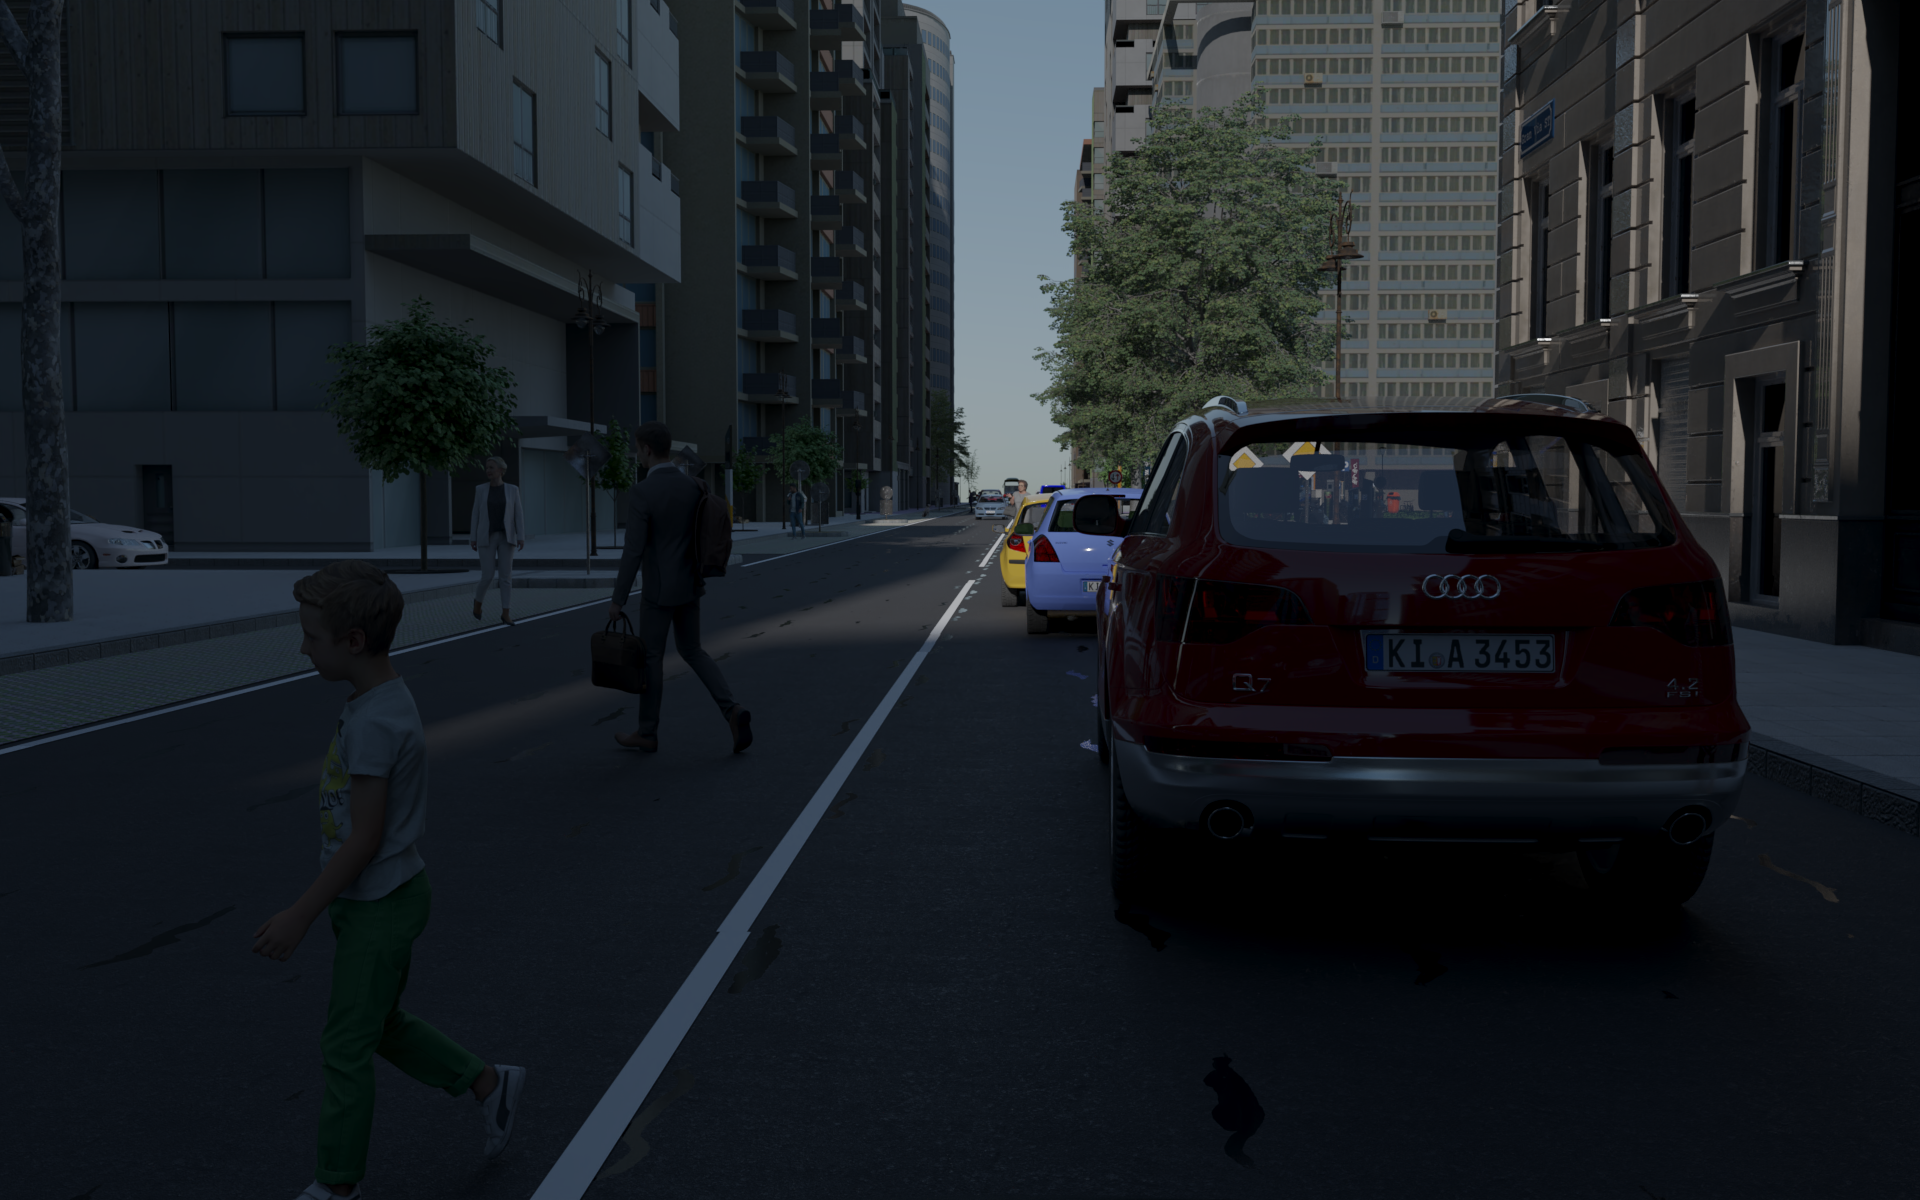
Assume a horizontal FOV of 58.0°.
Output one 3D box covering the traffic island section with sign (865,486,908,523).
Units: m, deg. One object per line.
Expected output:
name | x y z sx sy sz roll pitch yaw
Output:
traffic island section with sign | -3.584 -4.683 85.191 1.989 1.847 2.006 0 4 2

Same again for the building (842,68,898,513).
building | -11.806 -21.205 118.405 14.160 30.474 14.107 0 4 2

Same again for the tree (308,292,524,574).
tree | -8.890 -2.728 28.311 4.285 4.588 4.351 0 3 0

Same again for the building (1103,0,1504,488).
building | 27.145 -26.822 130.423 32.217 40.220 23.993 0 4 2

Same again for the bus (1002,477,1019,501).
bus | 7.869 -16.462 260.692 2.896 3.916 12.252 0 4 2

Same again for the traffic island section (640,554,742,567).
traffic island section | -5.618 -0.814 35.585 2.009 0.180 2.903 0 4 2

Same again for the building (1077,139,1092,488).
building | 25.534 -33.985 210.282 22.147 44.769 28.867 0 4 2

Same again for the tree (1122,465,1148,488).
tree | 9.796 -6.323 97.979 1.663 3.219 1.824 0 3 0

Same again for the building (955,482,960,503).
building | -16.413 -34.117 249.700 32.217 40.220 23.993 0 4 2

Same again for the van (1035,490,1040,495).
van | 8.784 -10.912 185.422 2.013 2.044 4.112 0 4 4

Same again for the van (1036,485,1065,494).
van | 6.404 -7.064 119.886 2.240 2.365 5.245 0 4 2

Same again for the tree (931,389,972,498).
tree | -2.480 -16.448 187.057 7.486 12.596 7.792 0 3 0

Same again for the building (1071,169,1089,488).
building | 22.345 -35.629 232.640 14.600 45.320 14.200 0 4 2

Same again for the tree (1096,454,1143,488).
tree | 10.484 -7.784 110.978 4.285 4.588 4.351 0 3 0

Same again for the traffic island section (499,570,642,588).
traffic island section | -5.944 -0.326 27.607 2.009 0.180 2.903 0 4 2

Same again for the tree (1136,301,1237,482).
tree | 8.317 -6.962 64.188 4.360 8.622 3.978 0 3 0

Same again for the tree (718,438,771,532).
tree | -7.546 -3.983 59.723 1.663 3.219 1.824 0 3 0

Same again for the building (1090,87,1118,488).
building | 20.390 -30.200 177.369 14.154 41.232 14.086 0 4 2

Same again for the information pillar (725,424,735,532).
information pillar | -7.779 -4.096 58.328 0.183 3.616 0.504 -2 4 -28

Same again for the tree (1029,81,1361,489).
tree | 7.500 -8.993 53.696 9.857 13.997 8.962 0 3 0

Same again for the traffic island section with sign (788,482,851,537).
traffic island section with sign | -4.703 -3.036 58.259 1.989 1.847 2.006 0 4 2

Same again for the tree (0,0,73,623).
tree | -10.189 -9.912 17.954 12.611 20.169 13.585 0 3 0

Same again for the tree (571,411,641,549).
tree | -8.047 -2.821 40.721 1.663 3.219 1.824 0 3 0

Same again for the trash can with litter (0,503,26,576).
trash can with litter | -15.139 -0.968 27.221 0.624 1.170 1.055 -1 4 -10

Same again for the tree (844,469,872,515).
tree | -6.566 -6.980 108.729 1.663 3.219 1.824 0 3 0

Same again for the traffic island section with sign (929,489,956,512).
traffic island section with sign | -1.556 -7.719 134.826 1.989 1.847 2.006 0 4 2

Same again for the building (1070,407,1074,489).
building | 30.423 -25.047 254.565 27.650 21.520 28.899 0 4 2

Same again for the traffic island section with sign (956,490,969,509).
traffic island section with sign | -0.439 -9.411 162.496 1.989 1.847 2.006 0 4 2

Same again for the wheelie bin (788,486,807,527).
wheelie bin | -6.390 -3.674 67.978 0.693 1.594 0.980 0 4 4

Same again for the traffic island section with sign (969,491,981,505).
traffic island section with sign | 1.818 -12.782 217.617 1.989 1.847 2.006 0 4 2

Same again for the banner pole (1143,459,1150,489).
banner pole | 11.703 -7.164 107.141 0.863 3.779 0.401 1 4 20

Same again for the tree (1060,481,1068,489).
tree | 15.843 -16.594 265.915 1.663 3.219 1.824 0 3 0

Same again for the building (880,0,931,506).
building | -14.156 -33.460 170.780 21.300 48.544 21.600 0 4 2

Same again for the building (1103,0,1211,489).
building | 26.882 -34.653 155.807 28.713 52.752 27.495 0 4 2

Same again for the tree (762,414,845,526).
tree | -6.372 -5.322 70.729 4.285 4.588 4.351 0 3 0

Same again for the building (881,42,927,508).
building | -10.430 -28.711 153.027 14.154 41.232 14.086 0 4 2

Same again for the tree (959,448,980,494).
tree | 1.471 -19.379 267.203 4.360 8.622 3.978 0 3 0

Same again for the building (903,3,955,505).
building | -11.789 -40.775 208.676 21.231 58.520 28.212 0 4 2

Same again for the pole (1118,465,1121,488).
pole | 9.852 -6.915 106.897 0.158 3.312 0.155 0 3 0

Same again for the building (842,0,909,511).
building | -14.551 -42.612 134.950 20.563 71.187 20.611 0 4 2
